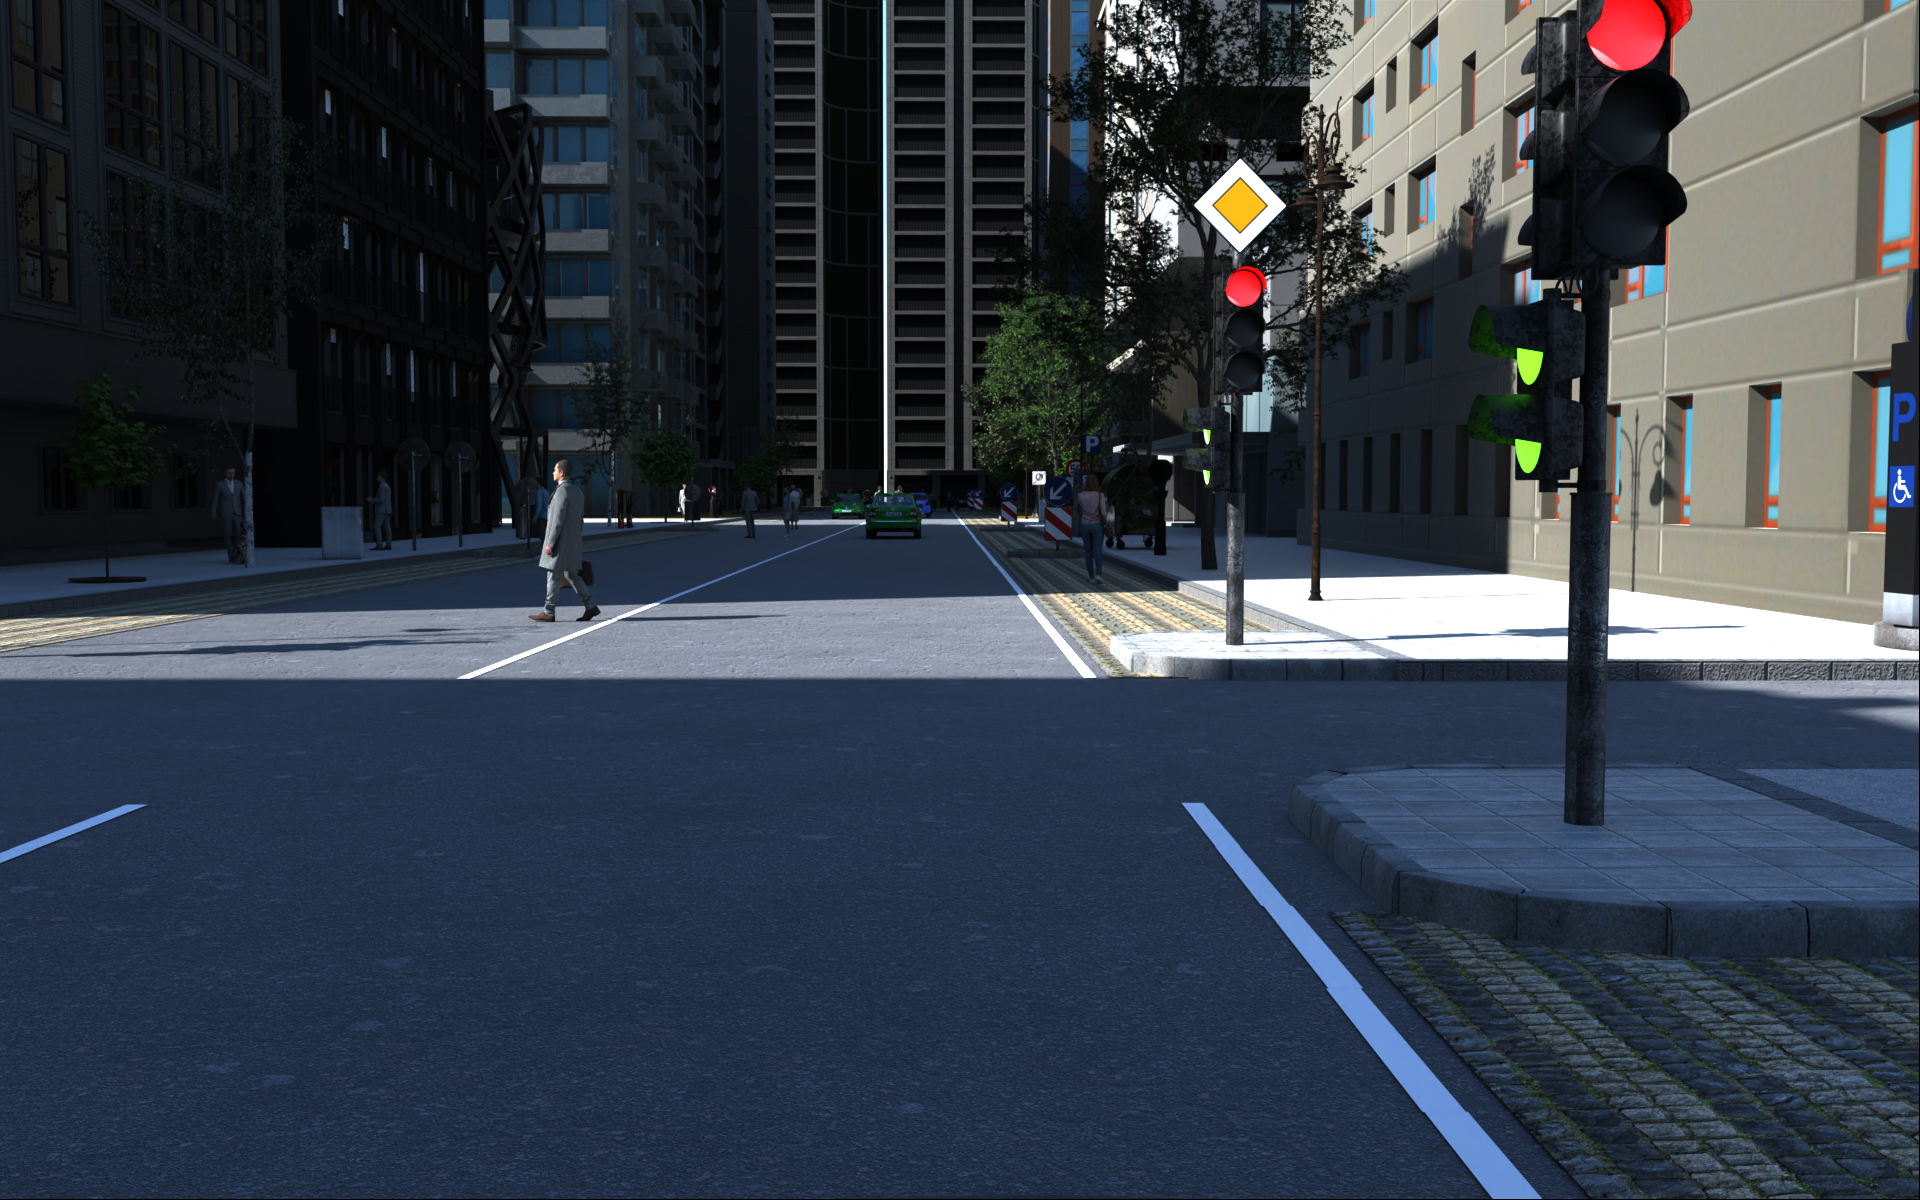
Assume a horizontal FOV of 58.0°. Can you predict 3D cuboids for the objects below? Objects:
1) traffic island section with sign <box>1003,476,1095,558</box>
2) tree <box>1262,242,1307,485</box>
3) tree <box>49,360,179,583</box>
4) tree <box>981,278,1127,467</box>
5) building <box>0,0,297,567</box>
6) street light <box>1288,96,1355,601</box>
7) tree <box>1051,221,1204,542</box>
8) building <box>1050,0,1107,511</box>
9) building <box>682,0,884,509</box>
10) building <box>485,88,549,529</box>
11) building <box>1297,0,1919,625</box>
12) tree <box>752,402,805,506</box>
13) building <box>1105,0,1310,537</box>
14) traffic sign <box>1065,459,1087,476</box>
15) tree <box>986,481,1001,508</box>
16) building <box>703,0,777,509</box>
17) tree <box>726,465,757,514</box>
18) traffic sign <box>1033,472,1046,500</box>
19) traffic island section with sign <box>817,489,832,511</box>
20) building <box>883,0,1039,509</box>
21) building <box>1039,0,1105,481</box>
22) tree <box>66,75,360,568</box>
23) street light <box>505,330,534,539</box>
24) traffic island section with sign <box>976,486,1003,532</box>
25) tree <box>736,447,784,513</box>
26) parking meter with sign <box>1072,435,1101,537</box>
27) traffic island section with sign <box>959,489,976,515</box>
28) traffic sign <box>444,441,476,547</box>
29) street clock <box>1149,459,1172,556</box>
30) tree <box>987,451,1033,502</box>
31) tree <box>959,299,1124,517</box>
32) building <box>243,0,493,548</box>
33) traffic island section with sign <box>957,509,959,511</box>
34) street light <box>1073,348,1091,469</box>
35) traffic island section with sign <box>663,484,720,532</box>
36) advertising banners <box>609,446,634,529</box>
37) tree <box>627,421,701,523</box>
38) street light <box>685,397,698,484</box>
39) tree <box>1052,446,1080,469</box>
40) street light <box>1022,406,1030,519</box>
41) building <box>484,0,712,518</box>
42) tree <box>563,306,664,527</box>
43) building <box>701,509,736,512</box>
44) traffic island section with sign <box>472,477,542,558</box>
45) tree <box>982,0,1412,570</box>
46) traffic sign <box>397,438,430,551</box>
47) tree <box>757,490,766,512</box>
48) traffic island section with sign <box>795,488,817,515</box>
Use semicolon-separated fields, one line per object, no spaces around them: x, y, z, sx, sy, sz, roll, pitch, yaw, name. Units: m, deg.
2.070;-1.879;39.348;1.989;1.847;2.006;0;4;-1;traffic island section with sign
10.234;-5.986;48.229;4.360;8.622;3.978;0;3;0;tree
-12.435;-1.868;25.148;1.663;3.219;1.824;0;3;0;tree
4.582;-9.648;83.501;9.928;11.665;9.643;0;3;0;tree
-22.269;-14.359;28.281;14.314;27.812;24.014;0;4;-1;building
4.287;-2.931;20.707;0.468;5.910;1.993;0;4;-1;street light
4.766;-5.870;46.337;4.360;8.622;3.978;0;3;0;tree
22.453;-25.920;115.668;32.217;40.220;23.993;0;4;-1;building
-18.705;-45.630;184.308;20.611;71.187;20.563;0;4;-1;building
-24.453;-12.078;64.920;16.820;18.784;16.811;0;4;-1;building
23.191;-11.301;29.812;28.899;21.520;27.650;0;4;-1;building
-14.117;-11.410;136.909;4.737;8.622;4.395;0;3;0;tree
20.031;-29.012;63.593;28.713;52.752;27.495;0;4;-1;building
4.170;-3.796;62.173;0.768;2.556;0.104;1;4;8;traffic sign
3.200;-10.288;162.813;1.663;3.219;1.824;0;3;0;tree
-27.653;-32.268;151.287;21.600;48.544;21.300;0;4;-1;building
-14.387;-7.214;112.549;1.663;3.219;1.824;0;3;0;tree
3.591;-4.671;78.502;0.606;2.300;0.079;0;4;4;traffic sign
-11.239;-8.298;144.295;1.989;1.847;2.006;0;4;-1;traffic island section with sign
2.668;-45.703;185.498;20.611;71.187;20.563;0;4;-1;building
13.409;-29.624;134.464;14.600;45.320;14.200;0;4;-1;building
-12.628;-4.868;29.950;4.360;8.622;3.978;0;3;0;tree
-12.385;-4.653;48.858;0.468;5.910;1.993;0;4;-1;street light
1.735;-3.527;66.301;1.989;1.847;2.006;0;4;-1;traffic island section with sign
-13.883;-8.361;120.420;4.285;4.588;4.351;0;3;0;tree
3.681;-3.384;51.592;0.543;3.016;1.738;-1;4;-12;parking meter with sign
1.114;-6.598;116.498;1.989;1.847;2.006;0;4;-1;traffic island section with sign
-12.090;-2.555;41.873;0.768;2.556;0.104;0;4;1;traffic sign
4.192;-1.936;36.216;0.358;2.002;0.471;-3;4;-37;street clock
3.771;-8.825;127.998;4.285;4.588;4.351;0;3;0;tree
4.586;-11.096;98.428;9.611;12.733;9.660;0;3;0;tree
-21.491;-13.385;48.522;12.332;23.373;15.834;0;4;-1;building
0.786;-8.246;143.452;1.989;1.847;2.006;0;4;-1;traffic island section with sign
3.852;-5.021;54.874;0.468;5.910;1.993;0;4;-1;street light
-10.296;-3.550;66.671;1.989;1.847;2.006;0;4;-1;traffic island section with sign
-12.593;-4.169;64.348;0.090;3.025;2.074;1;4;13;advertising banners
-13.214;-5.741;77.578;4.285;4.588;4.351;0;3;0;tree
-12.840;-6.742;83.025;0.468;5.910;1.993;0;4;-1;street light
4.588;-4.607;69.931;1.663;3.219;1.824;0;3;0;tree
3.434;-7.110;89.042;0.468;5.910;1.993;0;4;-1;street light
-28.065;-29.623;103.946;23.786;49.044;30.456;0;4;-1;building
-13.849;-7.223;68.464;4.360;8.622;3.978;0;3;0;tree
-27.702;-42.233;128.762;20.563;71.187;20.611;0;4;-1;building
-9.963;-1.902;39.718;1.989;1.847;2.006;0;4;-1;traffic island section with sign
3.903;-5.791;29.093;7.601;10.594;8.767;-1;4;-13;tree
-12.332;-2.384;39.080;0.768;2.556;0.104;0;4;6;traffic sign
-14.681;-7.980;125.077;1.663;3.219;1.824;0;3;0;tree
-10.917;-6.649;117.341;1.989;1.847;2.006;0;4;-1;traffic island section with sign
